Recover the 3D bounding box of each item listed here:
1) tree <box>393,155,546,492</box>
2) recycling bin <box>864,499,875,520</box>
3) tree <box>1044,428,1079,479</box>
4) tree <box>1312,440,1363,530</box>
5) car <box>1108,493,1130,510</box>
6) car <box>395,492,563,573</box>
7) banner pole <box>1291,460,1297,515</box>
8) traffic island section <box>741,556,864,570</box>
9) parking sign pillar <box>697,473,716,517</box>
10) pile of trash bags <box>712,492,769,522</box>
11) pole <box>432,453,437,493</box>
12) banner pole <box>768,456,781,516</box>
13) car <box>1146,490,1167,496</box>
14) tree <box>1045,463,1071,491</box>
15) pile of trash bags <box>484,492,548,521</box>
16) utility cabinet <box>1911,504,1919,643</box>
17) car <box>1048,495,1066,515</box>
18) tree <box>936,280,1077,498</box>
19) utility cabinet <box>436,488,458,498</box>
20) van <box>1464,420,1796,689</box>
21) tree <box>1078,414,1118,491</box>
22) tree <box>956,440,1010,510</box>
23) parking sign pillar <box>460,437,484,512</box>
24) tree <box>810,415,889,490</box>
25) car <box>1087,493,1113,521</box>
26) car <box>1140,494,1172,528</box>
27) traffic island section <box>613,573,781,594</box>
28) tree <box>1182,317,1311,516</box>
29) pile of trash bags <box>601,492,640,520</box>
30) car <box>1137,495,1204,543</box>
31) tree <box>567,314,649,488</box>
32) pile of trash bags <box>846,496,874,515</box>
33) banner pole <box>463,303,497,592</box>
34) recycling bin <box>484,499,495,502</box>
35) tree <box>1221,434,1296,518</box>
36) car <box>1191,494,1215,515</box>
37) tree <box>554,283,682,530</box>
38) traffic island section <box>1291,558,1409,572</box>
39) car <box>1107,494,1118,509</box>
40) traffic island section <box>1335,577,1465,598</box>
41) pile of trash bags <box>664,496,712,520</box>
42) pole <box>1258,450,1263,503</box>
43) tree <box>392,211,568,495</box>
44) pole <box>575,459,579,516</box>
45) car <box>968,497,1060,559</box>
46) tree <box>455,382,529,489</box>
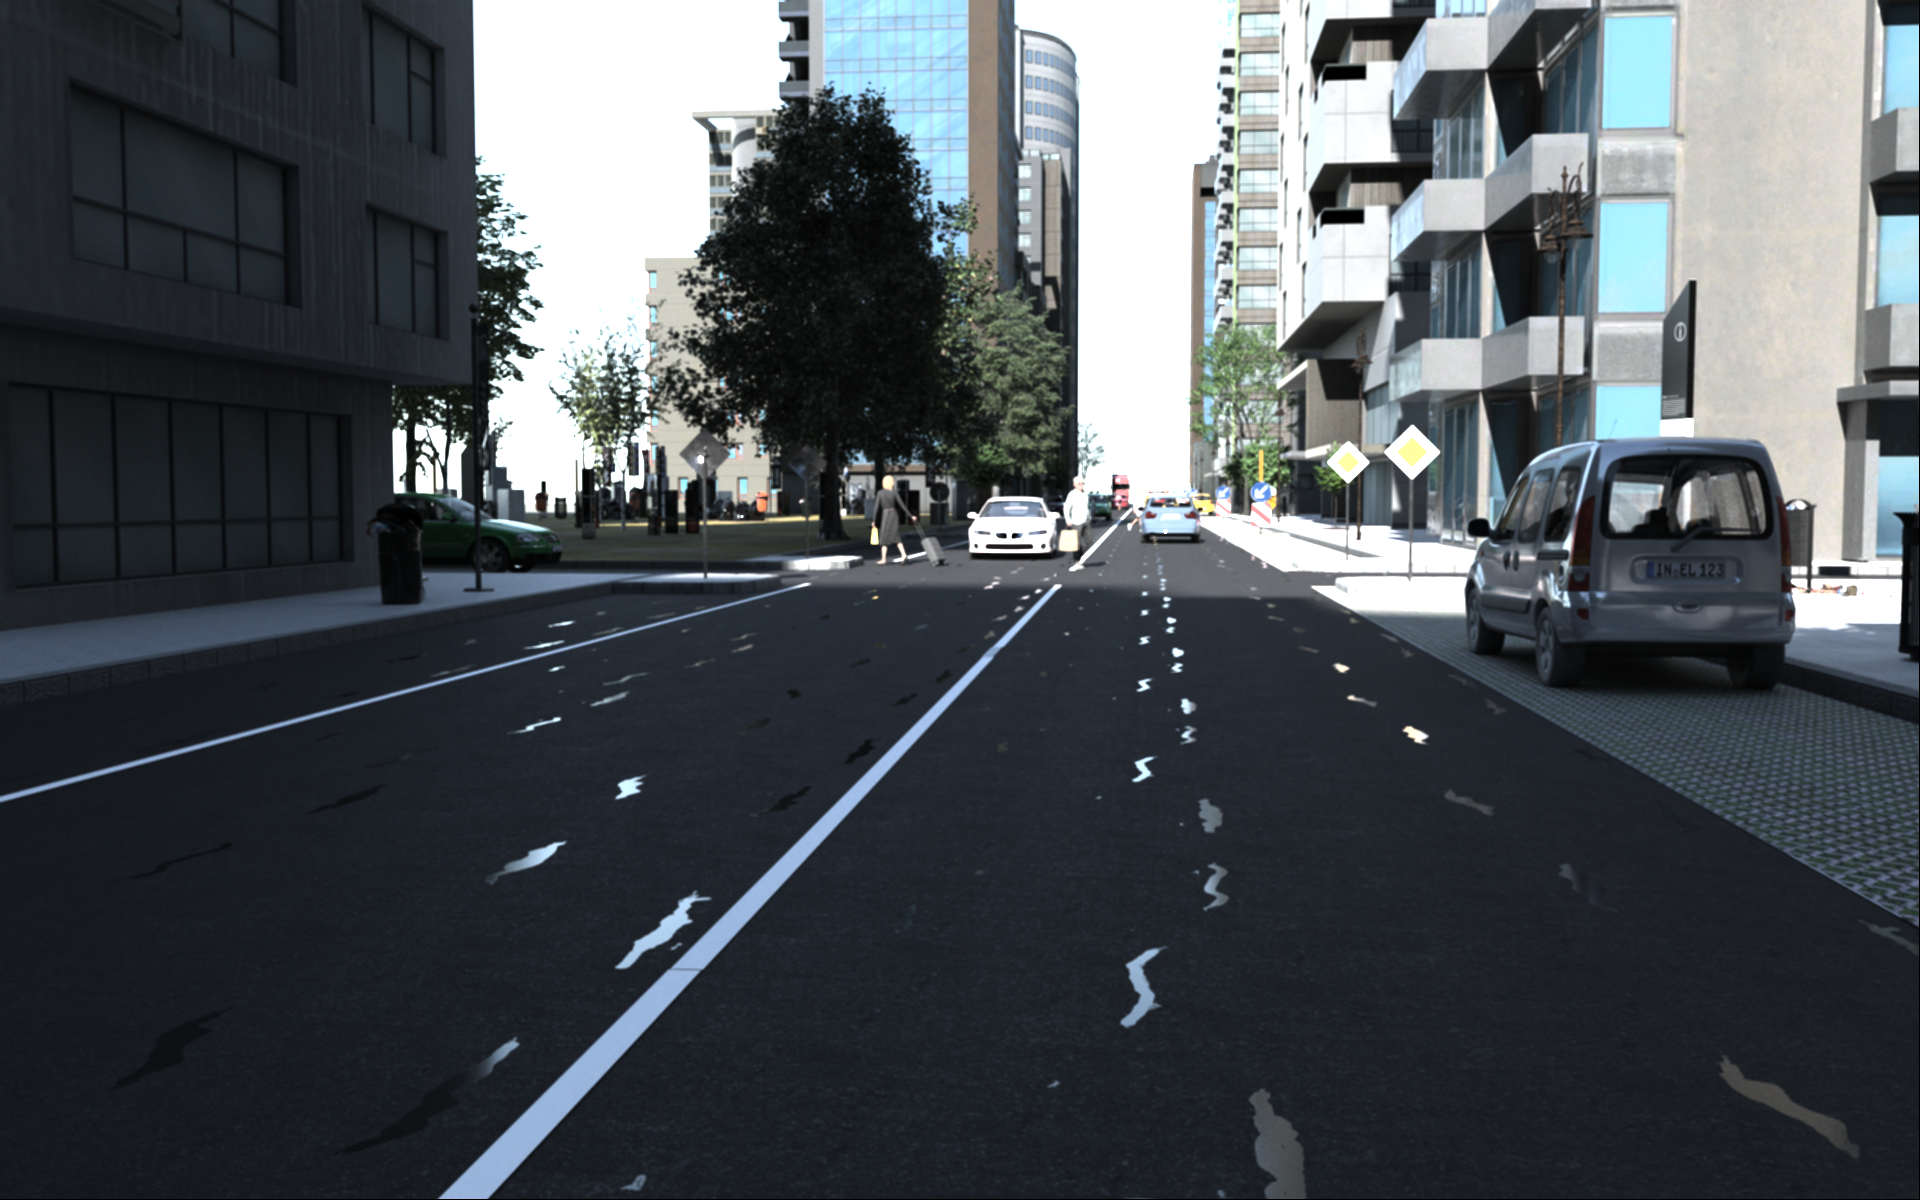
[{"bbox_3d":[-15.499,-8.066,50.005,7.486,12.596,7.792,0,3,0],"label":"tree"},{"bbox_3d":[-4.373,-4.553,86.987,0.722,1.027,0.722,1,4,11],"label":"recycling bin"},{"bbox_3d":[10.381,-14.386,185.569,4.737,8.622,4.395,0,3,0],"label":"tree"},{"bbox_3d":[13.433,-4.148,62.417,1.663,3.219,1.824,0,3,0],"label":"tree"},{"bbox_3d":[14.806,-9.348,161.872,2.155,1.783,4.494,0,4,5],"label":"car"},{"bbox_3d":[-9.464,-1.350,30.869,4.718,1.807,1.959,0,4,5],"label":"car"},{"bbox_3d":[20.298,-7.038,105.080,0.401,3.779,0.863,-1,4,-20],"label":"banner pole"},{"bbox_3d":[-3.046,-0.737,34.325,2.009,0.180,2.903,0,4,6],"label":"traffic island section"},{"bbox_3d":[-14.044,-6.568,95.852,1.447,3.967,1.447,-3,5,-42],"label":"parking sign pillar"},{"bbox_3d":[-9.912,-4.378,81.333,1.912,1.369,3.447,-2,4,-34],"label":"pile of trash bags"},{"bbox_3d":[-26.147,-5.650,86.219,0.158,3.312,0.155,0,3,0],"label":"pole"},{"bbox_3d":[-10.839,-6.798,101.156,0.863,3.779,0.401,-1,4,-13],"label":"banner pole"},{"bbox_3d":[18.488,-9.368,161.838,2.281,1.827,5.304,0,4,6],"label":"car"},{"bbox_3d":[9.872,-12.006,180.007,4.285,4.588,4.351,0,3,0],"label":"tree"},{"bbox_3d":[-21.478,-4.468,82.811,3.447,1.369,1.912,-1,4,-23],"label":"pile of trash bags"},{"bbox_3d":[8.760,-0.227,14.872,1.020,1.237,0.306,0,4,2],"label":"utility cabinet"},{"bbox_3d":[6.387,-6.540,119.505,1.945,1.354,3.894,0,4,6],"label":"car"},{"bbox_3d":[2.007,-11.986,102.634,9.857,13.997,8.962,0,3,0],"label":"tree"},{"bbox_3d":[-19.758,-3.555,66.802,0.318,1.500,1.173,-3,5,-44],"label":"utility cabinet"},{"bbox_3d":[5.269,-0.432,14.082,2.013,2.044,4.112,0,4,5],"label":"van"},{"bbox_3d":[19.041,-21.737,265.762,12.009,13.543,11.850,0,3,0],"label":"tree"},{"bbox_3d":[1.193,-6.821,95.234,4.285,4.588,4.351,0,3,0],"label":"tree"},{"bbox_3d":[-22.058,-5.494,78.307,1.447,3.967,1.447,3,5,44],"label":"parking sign pillar"},{"bbox_3d":[-4.122,-8.097,82.745,4.360,8.622,3.978,0,3,0],"label":"tree"},{"bbox_3d":[7.380,-5.255,94.714,1.959,1.807,4.718,0,4,6],"label":"car"},{"bbox_3d":[8.412,-3.828,72.818,2.015,1.641,3.980,0,4,5],"label":"car"},{"bbox_3d":[-3.899,-0.251,26.385,2.009,0.180,2.903,0,4,6],"label":"traffic island section"},{"bbox_3d":[16.798,-10.699,100.678,9.928,11.665,9.643,0,3,0],"label":"tree"},{"bbox_3d":[-17.210,-4.741,87.263,1.912,1.369,3.447,1,4,23],"label":"pile of trash bags"},{"bbox_3d":[6.326,-2.449,52.044,2.014,1.417,4.499,0,4,7],"label":"car"},{"bbox_3d":[-15.271,-7.423,71.724,4.737,8.622,4.395,0,3,0],"label":"tree"},{"bbox_3d":[-5.567,-5.904,106.282,3.447,1.369,1.912,-2,4,-29],"label":"pile of trash bags"},{"bbox_3d":[-6.259,-1.995,22.634,0.401,3.779,0.863,-2,4,-31],"label":"banner pole"},{"bbox_3d":[-26.851,-5.274,98.787,0.722,1.027,0.722,-3,5,-42],"label":"recycling bin"},{"bbox_3d":[16.743,-6.750,94.073,4.285,4.588,4.351,0,3,0],"label":"tree"},{"bbox_3d":[16.529,-6.658,119.080,2.015,1.641,3.980,0,4,5],"label":"car"},{"bbox_3d":[-11.877,-6.777,61.162,4.360,8.622,3.978,0,3,0],"label":"tree"},{"bbox_3d":[7.435,-0.668,33.199,2.009,0.180,2.903,0,4,6],"label":"traffic island section"},{"bbox_3d":[14.675,-9.661,169.952,2.014,1.417,4.499,0,4,7],"label":"car"},{"bbox_3d":[6.582,-0.182,25.259,2.009,0.180,2.903,0,4,6],"label":"traffic island section"},{"bbox_3d":[-13.358,-4.757,87.524,3.447,1.369,1.912,1,4,15],"label":"pile of trash bags"},{"bbox_3d":[14.061,-5.330,80.988,0.158,3.312,0.155,0,3,0],"label":"pole"},{"bbox_3d":[-12.090,-5.463,39.685,4.737,8.622,4.395,0,3,0],"label":"tree"},{"bbox_3d":[-22.253,-6.527,100.552,0.158,3.312,0.155,0,3,0],"label":"pole"},{"bbox_3d":[1.259,-1.673,39.708,2.083,1.381,4.827,0,4,5],"label":"car"},{"bbox_3d":[-24.829,-8.561,90.334,4.360,8.622,3.978,0,3,0],"label":"tree"}]
